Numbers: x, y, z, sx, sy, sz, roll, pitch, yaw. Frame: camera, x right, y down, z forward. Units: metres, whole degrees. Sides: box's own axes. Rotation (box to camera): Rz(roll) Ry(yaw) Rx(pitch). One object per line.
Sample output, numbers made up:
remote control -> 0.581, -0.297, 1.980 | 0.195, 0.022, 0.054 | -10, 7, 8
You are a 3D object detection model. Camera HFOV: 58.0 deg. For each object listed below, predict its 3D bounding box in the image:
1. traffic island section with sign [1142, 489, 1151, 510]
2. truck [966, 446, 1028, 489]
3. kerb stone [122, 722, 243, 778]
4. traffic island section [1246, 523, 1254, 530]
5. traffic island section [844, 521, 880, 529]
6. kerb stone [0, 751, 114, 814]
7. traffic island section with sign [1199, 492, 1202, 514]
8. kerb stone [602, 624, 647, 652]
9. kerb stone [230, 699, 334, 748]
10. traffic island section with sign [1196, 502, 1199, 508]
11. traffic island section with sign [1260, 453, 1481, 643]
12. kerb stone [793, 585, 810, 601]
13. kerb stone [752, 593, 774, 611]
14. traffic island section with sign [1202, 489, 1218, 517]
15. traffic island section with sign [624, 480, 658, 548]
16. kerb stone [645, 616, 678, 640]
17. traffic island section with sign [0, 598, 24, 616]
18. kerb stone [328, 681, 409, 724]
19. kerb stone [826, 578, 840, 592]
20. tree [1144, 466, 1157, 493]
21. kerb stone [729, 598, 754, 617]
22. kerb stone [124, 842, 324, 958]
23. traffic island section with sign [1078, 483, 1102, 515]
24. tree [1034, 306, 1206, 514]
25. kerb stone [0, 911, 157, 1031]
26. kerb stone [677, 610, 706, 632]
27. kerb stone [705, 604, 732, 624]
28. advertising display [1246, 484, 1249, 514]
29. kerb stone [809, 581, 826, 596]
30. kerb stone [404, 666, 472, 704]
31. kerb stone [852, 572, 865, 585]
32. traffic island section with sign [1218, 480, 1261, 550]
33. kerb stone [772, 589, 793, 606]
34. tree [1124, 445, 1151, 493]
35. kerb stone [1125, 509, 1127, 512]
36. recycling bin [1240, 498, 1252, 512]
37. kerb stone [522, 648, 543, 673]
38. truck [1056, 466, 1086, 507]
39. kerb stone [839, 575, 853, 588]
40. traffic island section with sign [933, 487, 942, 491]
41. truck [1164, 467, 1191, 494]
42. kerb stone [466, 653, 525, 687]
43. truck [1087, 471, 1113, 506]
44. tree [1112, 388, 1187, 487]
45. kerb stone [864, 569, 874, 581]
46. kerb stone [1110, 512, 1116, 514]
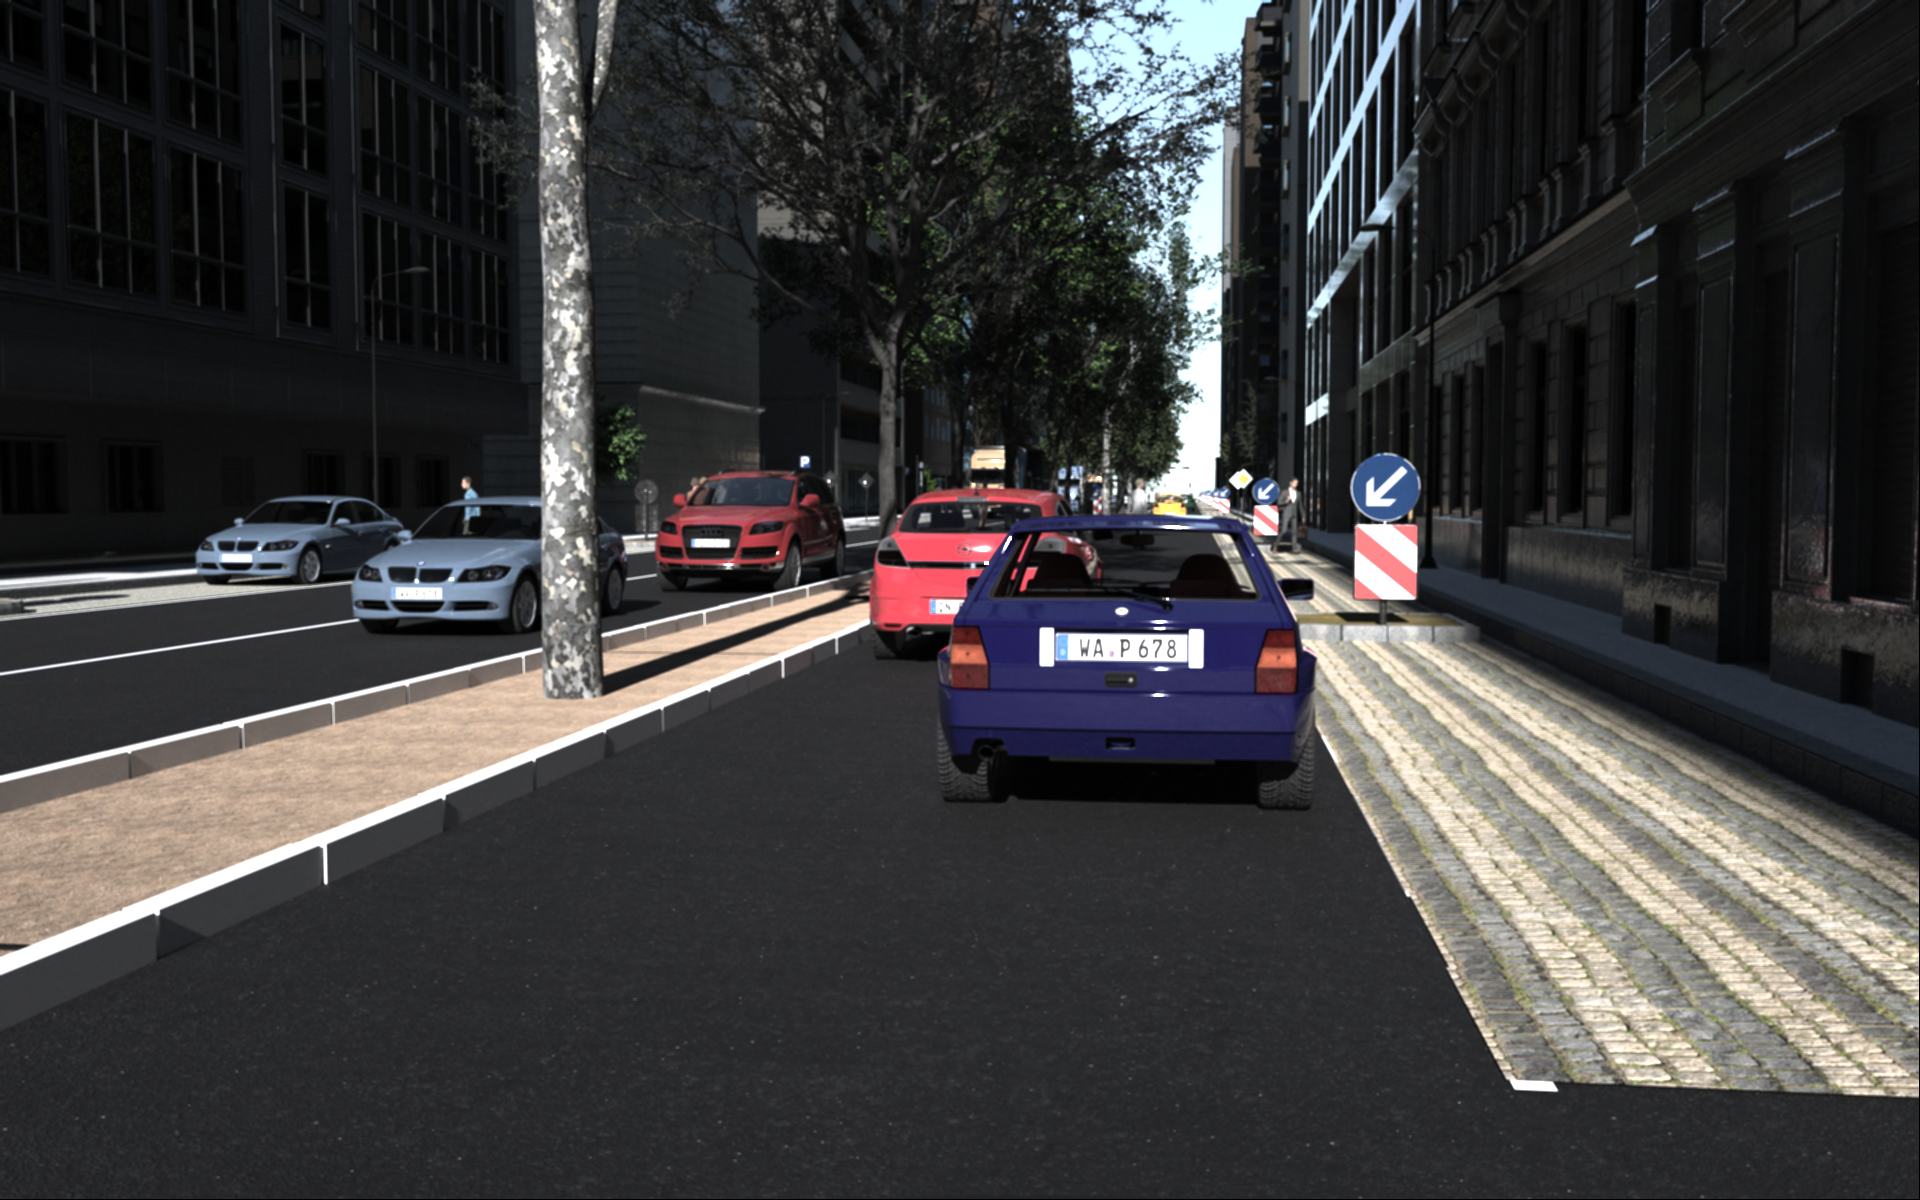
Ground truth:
traffic island section with sign -> 15.978, -8.805, 152.095 | 2.006, 1.907, 1.989 | 0, 4, 8
truck -> 2.305, -6.974, 102.930 | 2.839, 4.237, 11.283 | 0, 4, 7
kerb stone -> -4.139, 0.799, 9.163 | 0.120, 0.150, 1.000 | 0, 4, 8
traffic island section -> 12.386, -3.354, 77.113 | 2.009, 0.180, 2.903 | 0, 4, 8
traffic island section -> -4.307, -3.490, 79.335 | 2.009, 0.180, 2.903 | 0, 4, 8
kerb stone -> -4.269, 0.859, 8.149 | 0.120, 0.150, 1.000 | 0, 4, 8
traffic island section with sign -> 18.602, -7.189, 126.170 | 1.989, 1.847, 2.006 | 0, 4, 8
kerb stone -> -3.182, 0.364, 16.293 | 0.120, 0.150, 1.000 | 0, 4, 8
kerb stone -> -4.000, 0.735, 10.186 | 0.120, 0.150, 1.000 | 0, 4, 8
traffic island section with sign -> 25.288, -10.258, 176.338 | 1.989, 1.847, 2.006 | 0, 4, 8
traffic island section with sign -> 4.135, -0.551, 17.639 | 1.989, 1.847, 2.006 | 0, 4, 8
kerb stone -> -2.237, -0.071, 23.416 | 0.120, 0.150, 1.000 | 0, 4, 8
kerb stone -> -2.509, 0.053, 21.376 | 0.120, 0.150, 1.000 | 0, 4, 8
traffic island section with sign -> 15.043, -5.555, 99.450 | 1.989, 1.847, 2.006 | 0, 4, 8
traffic island section with sign -> -8.629, -2.343, 46.936 | 1.989, 1.847, 2.006 | 0, 4, 8
kerb stone -> -3.045, 0.299, 17.311 | 0.120, 0.150, 1.000 | 0, 4, 8
traffic island section with sign -> -12.187, -0.709, 20.216 | 1.989, 1.847, 2.006 | 0, 4, 8
kerb stone -> -3.861, 0.673, 11.199 | 0.120, 0.150, 1.000 | 0, 4, 8
kerb stone -> -1.960, -0.199, 25.445 | 0.120, 0.150, 1.000 | 0, 4, 8
tree -> 9.890, -9.401, 106.531 | 4.360, 8.622, 3.978 | 0, 3, 0
kerb stone -> -2.639, 0.112, 20.362 | 0.120, 0.150, 1.000 | 0, 4, 8
kerb stone -> -2.463, 1.000, 5.848 | 0.120, 0.150, 1.000 | 0, 4, 8
traffic island section with sign -> 6.055, -4.249, 77.612 | 2.006, 1.907, 1.989 | 0, 4, 8
tree -> 9.239, -11.003, 99.358 | 9.611, 12.733, 9.660 | 0, 3, 0
kerb stone -> -2.592, 1.062, 4.827 | 0.120, 0.150, 1.000 | 0, 4, 8
kerb stone -> -2.913, 0.237, 18.327 | 0.120, 0.150, 1.000 | 0, 4, 8
kerb stone -> -2.768, 0.178, 19.348 | 0.120, 0.150, 1.000 | 0, 4, 8
advertising display -> 18.789, -6.612, 113.327 | 0.123, 1.923, 0.974 | 0, 4, 5
kerb stone -> -2.093, -0.137, 24.429 | 0.120, 0.150, 1.000 | 0, 4, 8
kerb stone -> -3.724, 0.610, 12.219 | 0.120, 0.150, 1.000 | 0, 4, 8
kerb stone -> -1.696, -0.318, 27.477 | 0.120, 0.150, 1.000 | 0, 4, 8
traffic island section with sign -> 7.695, -2.186, 44.376 | 1.989, 1.847, 2.006 | 0, 4, 8
kerb stone -> -2.368, -0.012, 22.388 | 0.120, 0.150, 1.000 | 0, 4, 8
tree -> 14.877, -11.621, 142.815 | 4.737, 8.622, 4.395 | 0, 3, 0
kerb stone -> 14.506, -7.752, 148.932 | 0.120, 0.150, 1.000 | 0, 4, 8
recycling bin -> 20.184, -6.698, 122.061 | 0.722, 1.027, 0.722 | 0, 4, -1
kerb stone -> -3.454, 0.486, 14.252 | 0.120, 0.150, 1.000 | 0, 4, 8
truck -> 11.369, -11.183, 172.599 | 2.967, 4.110, 18.799 | 0, 4, 6
kerb stone -> -1.823, -0.261, 26.462 | 0.120, 0.150, 1.000 | 0, 4, 8
traffic island section with sign -> -1.297, -5.704, 101.881 | 1.989, 1.847, 2.006 | 0, 4, 8
truck -> 23.081, -11.923, 183.855 | 2.839, 4.237, 11.283 | 0, 4, 7
kerb stone -> -3.596, 0.548, 13.237 | 0.120, 0.150, 1.000 | 0, 4, 8
truck -> 16.866, -13.507, 209.749 | 2.839, 4.237, 11.283 | 1, 4, 9
tree -> 15.595, -13.975, 149.068 | 7.486, 12.596, 7.792 | 0, 3, 0
kerb stone -> -1.561, -0.385, 28.490 | 0.120, 0.150, 1.000 | 0, 4, 8
kerb stone -> 10.712, -6.012, 120.490 | 0.120, 0.150, 1.000 | 0, 4, 8
